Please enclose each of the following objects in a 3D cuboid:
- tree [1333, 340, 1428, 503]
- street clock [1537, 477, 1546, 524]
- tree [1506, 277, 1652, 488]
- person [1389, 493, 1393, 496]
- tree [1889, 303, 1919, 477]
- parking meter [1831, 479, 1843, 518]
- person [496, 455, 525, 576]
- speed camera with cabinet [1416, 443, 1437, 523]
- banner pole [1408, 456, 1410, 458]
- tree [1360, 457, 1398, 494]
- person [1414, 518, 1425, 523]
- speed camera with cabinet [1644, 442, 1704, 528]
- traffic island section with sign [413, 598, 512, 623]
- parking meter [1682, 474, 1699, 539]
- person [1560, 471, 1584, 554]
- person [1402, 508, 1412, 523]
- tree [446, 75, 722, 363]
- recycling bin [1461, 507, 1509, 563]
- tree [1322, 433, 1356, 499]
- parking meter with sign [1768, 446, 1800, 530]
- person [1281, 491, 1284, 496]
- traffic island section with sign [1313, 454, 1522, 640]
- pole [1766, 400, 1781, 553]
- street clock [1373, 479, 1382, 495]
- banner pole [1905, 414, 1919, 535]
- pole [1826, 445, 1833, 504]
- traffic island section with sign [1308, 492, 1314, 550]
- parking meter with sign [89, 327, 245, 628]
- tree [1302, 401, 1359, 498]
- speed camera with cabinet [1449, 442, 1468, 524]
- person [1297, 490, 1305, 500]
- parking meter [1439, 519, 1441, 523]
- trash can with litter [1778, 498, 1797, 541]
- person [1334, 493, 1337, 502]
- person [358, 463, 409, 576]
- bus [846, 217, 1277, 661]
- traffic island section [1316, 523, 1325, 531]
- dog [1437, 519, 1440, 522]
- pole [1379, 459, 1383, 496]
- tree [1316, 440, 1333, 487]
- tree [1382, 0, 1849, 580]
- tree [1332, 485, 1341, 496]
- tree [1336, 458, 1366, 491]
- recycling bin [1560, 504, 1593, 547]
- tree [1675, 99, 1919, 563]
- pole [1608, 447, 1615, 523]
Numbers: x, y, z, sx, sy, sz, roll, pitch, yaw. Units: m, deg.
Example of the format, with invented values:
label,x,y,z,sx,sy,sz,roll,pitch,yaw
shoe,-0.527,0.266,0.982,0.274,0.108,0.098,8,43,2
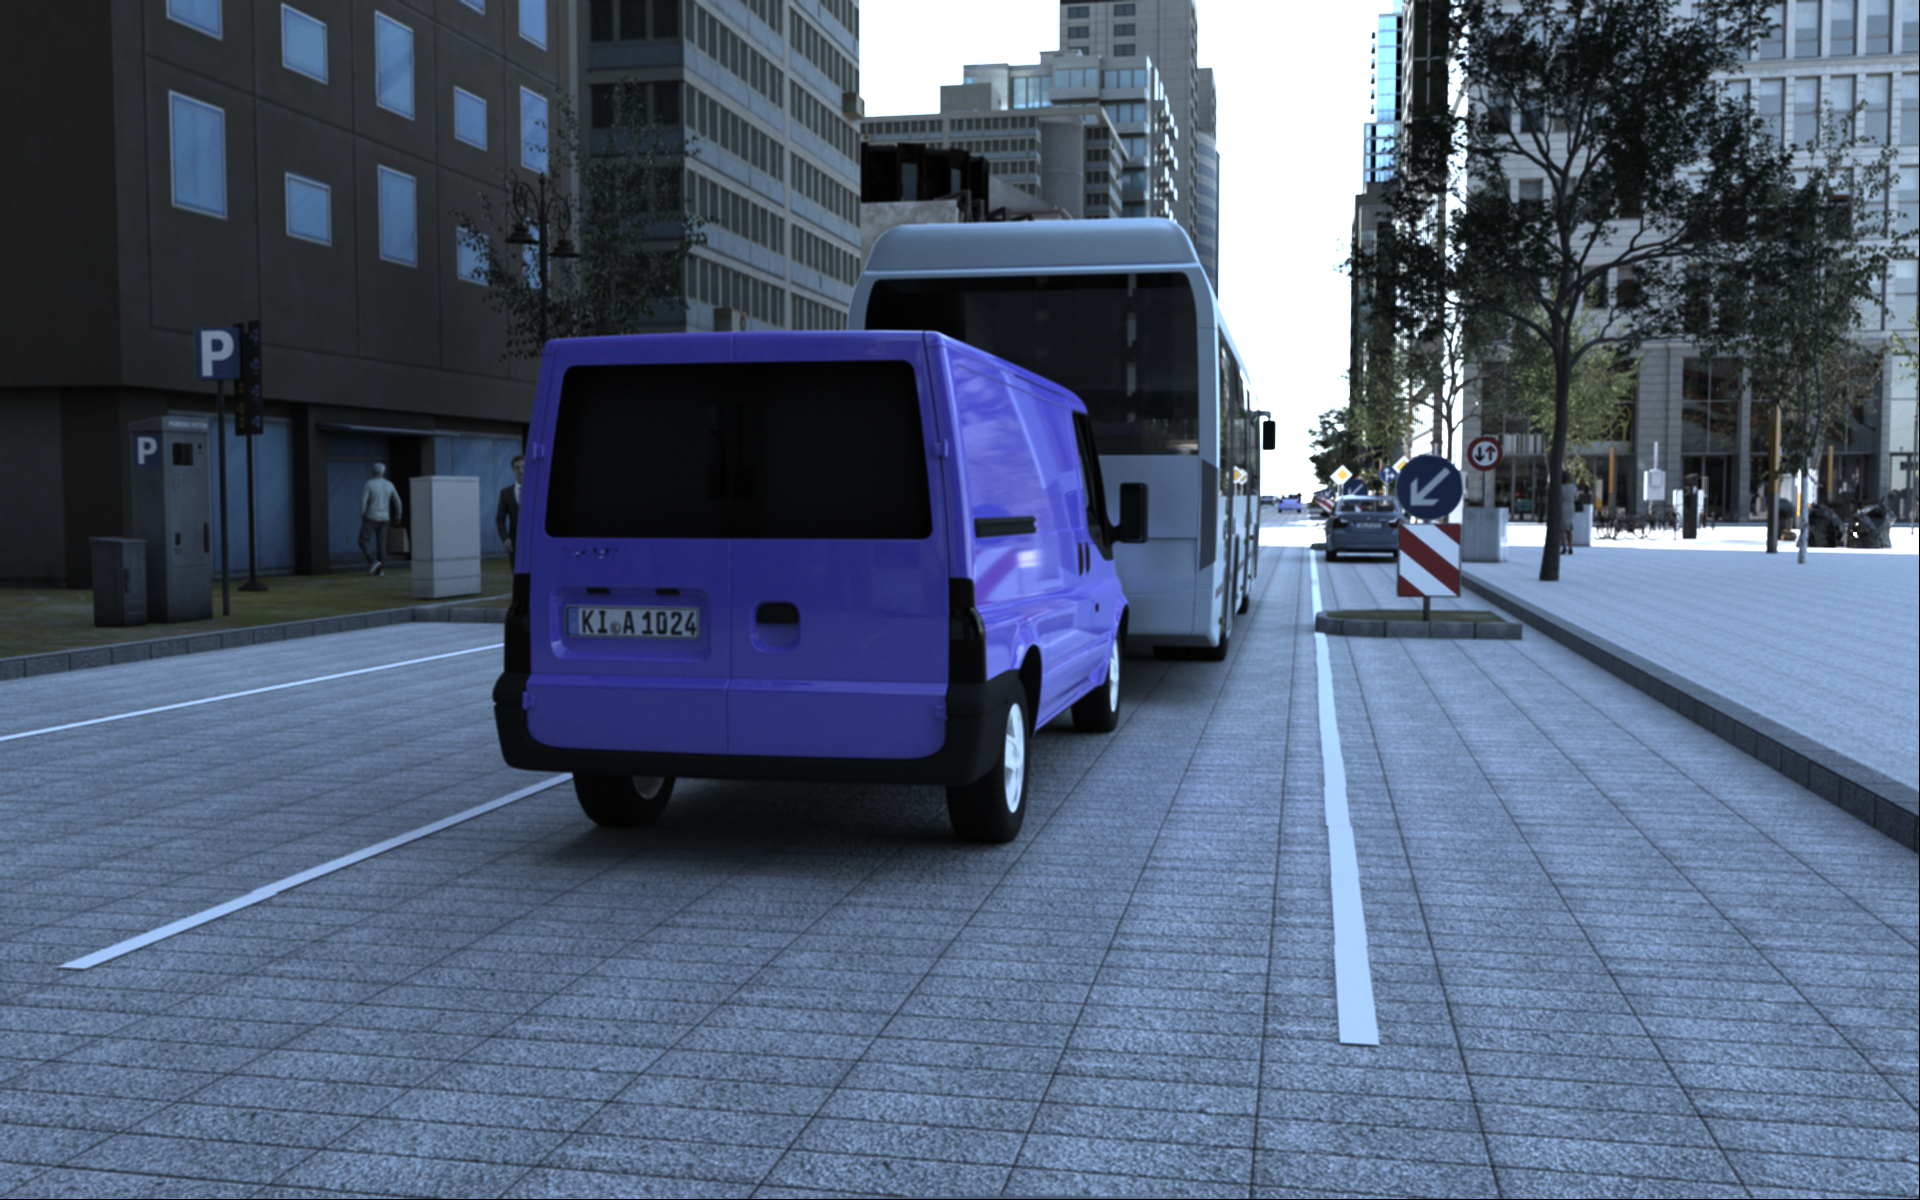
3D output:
label,x,y,z,sx,sy,sz,roll,pitch,yaw
tree,19.898,-7.990,80.998,4.737,8.622,4.395,0,3,0
street clock,25.299,-4.334,75.425,0.358,2.002,0.471,0,4,-2
tree,20.514,-6.568,57.756,4.737,8.622,4.395,0,3,0
person,28.328,-6.598,114.027,0.767,1.812,0.694,-1,4,-22
tree,26.716,-5.790,45.029,4.737,8.622,4.395,0,3,0
parking meter,33.220,-3.663,65.599,0.399,1.863,0.255,-2,4,-34
person,-4.629,-0.626,18.520,0.659,1.850,0.755,-1,4,-10
speed camera with cabinet,18.337,-4.504,67.971,0.660,3.252,2.038,0,4,5
banner pole,29.564,-7.623,114.648,0.401,3.779,0.863,-1,4,-13
tree,22.003,-5.791,89.280,1.663,3.219,1.824,0,3,0
person,16.847,-3.482,63.330,0.694,1.780,0.624,-1,4,-20
speed camera with cabinet,27.021,-4.355,65.540,2.038,3.252,0.660,1,4,13
traffic island section with sign,-4.970,-0.703,20.121,1.989,1.847,2.006,1,4,11
parking meter,20.857,-2.676,49.472,0.399,1.863,0.255,-2,4,-34
person,12.953,-1.869,36.956,0.716,1.782,0.532,0,4,-7
person,16.449,-3.234,64.413,0.738,1.151,1.012,0,4,4
tree,-6.334,-4.871,30.000,4.360,8.622,3.978,0,3,0
recycling bin,9.952,-1.240,32.823,0.722,1.027,0.722,2,4,30
tree,45.589,-15.797,208.635,4.360,8.622,3.978,0,3,0
parking meter with sign,29.997,-4.054,62.551,0.543,3.016,1.738,-1,4,-17
person,40.604,-12.794,217.661,0.705,1.826,1.348,2,4,26
traffic island section with sign,4.743,-0.581,18.132,1.989,1.847,2.006,1,4,11
pole,17.636,-2.671,37.521,0.158,3.312,0.155,0,3,0
street clock,20.633,-4.958,85.641,0.358,2.002,0.471,-1,4,-17
banner pole,29.958,-3.921,54.131,0.863,3.779,0.401,-2,4,-31
pole,36.495,-4.823,72.698,0.158,3.312,0.155,0,3,0
traffic island section with sign,10.046,-2.200,44.604,1.989,1.847,2.006,1,4,11
parking meter with sign,-7.953,-1.292,17.392,0.543,3.016,1.738,1,4,15
tree,51.260,-19.989,233.479,9.857,13.997,8.962,0,3,0
speed camera with cabinet,18.857,-4.358,65.583,0.660,3.252,2.038,1,4,20
person,30.779,-9.101,157.319,1.348,1.821,0.705,3,5,45
parking meter,21.167,-4.117,75.716,0.372,1.533,0.369,0,3,0
trash can with litter,22.686,-2.208,47.487,0.624,1.170,1.055,0,4,5
person,59.298,-16.341,273.933,0.721,1.743,1.217,-1,4,-19
person,-9.107,-1.276,27.387,0.515,1.767,0.782,3,5,42
bus,1.734,-1.427,18.195,2.948,3.499,13.247,1,4,11
traffic island section,15.204,-2.843,68.768,2.009,0.180,2.903,1,4,11
dog,21.613,-3.691,78.084,0.748,0.427,0.550,2,4,31
pole,24.380,-6.508,100.242,0.158,3.312,0.155,0,3,0
tree,46.798,-16.253,216.093,4.737,8.622,4.395,0,3,0
tree,9.095,-5.563,25.369,7.601,10.594,8.767,0,4,4
tree,65.300,-18.901,303.626,1.663,3.219,1.824,0,3,0
tree,35.916,-10.728,159.111,4.285,4.588,4.351,0,3,0
recycling bin,15.201,-1.845,42.721,0.722,1.027,0.722,1,4,23
tree,15.379,-4.986,31.880,4.360,8.622,3.978,0,3,0
pole,28.141,-4.953,74.828,0.158,3.312,0.155,0,3,0
